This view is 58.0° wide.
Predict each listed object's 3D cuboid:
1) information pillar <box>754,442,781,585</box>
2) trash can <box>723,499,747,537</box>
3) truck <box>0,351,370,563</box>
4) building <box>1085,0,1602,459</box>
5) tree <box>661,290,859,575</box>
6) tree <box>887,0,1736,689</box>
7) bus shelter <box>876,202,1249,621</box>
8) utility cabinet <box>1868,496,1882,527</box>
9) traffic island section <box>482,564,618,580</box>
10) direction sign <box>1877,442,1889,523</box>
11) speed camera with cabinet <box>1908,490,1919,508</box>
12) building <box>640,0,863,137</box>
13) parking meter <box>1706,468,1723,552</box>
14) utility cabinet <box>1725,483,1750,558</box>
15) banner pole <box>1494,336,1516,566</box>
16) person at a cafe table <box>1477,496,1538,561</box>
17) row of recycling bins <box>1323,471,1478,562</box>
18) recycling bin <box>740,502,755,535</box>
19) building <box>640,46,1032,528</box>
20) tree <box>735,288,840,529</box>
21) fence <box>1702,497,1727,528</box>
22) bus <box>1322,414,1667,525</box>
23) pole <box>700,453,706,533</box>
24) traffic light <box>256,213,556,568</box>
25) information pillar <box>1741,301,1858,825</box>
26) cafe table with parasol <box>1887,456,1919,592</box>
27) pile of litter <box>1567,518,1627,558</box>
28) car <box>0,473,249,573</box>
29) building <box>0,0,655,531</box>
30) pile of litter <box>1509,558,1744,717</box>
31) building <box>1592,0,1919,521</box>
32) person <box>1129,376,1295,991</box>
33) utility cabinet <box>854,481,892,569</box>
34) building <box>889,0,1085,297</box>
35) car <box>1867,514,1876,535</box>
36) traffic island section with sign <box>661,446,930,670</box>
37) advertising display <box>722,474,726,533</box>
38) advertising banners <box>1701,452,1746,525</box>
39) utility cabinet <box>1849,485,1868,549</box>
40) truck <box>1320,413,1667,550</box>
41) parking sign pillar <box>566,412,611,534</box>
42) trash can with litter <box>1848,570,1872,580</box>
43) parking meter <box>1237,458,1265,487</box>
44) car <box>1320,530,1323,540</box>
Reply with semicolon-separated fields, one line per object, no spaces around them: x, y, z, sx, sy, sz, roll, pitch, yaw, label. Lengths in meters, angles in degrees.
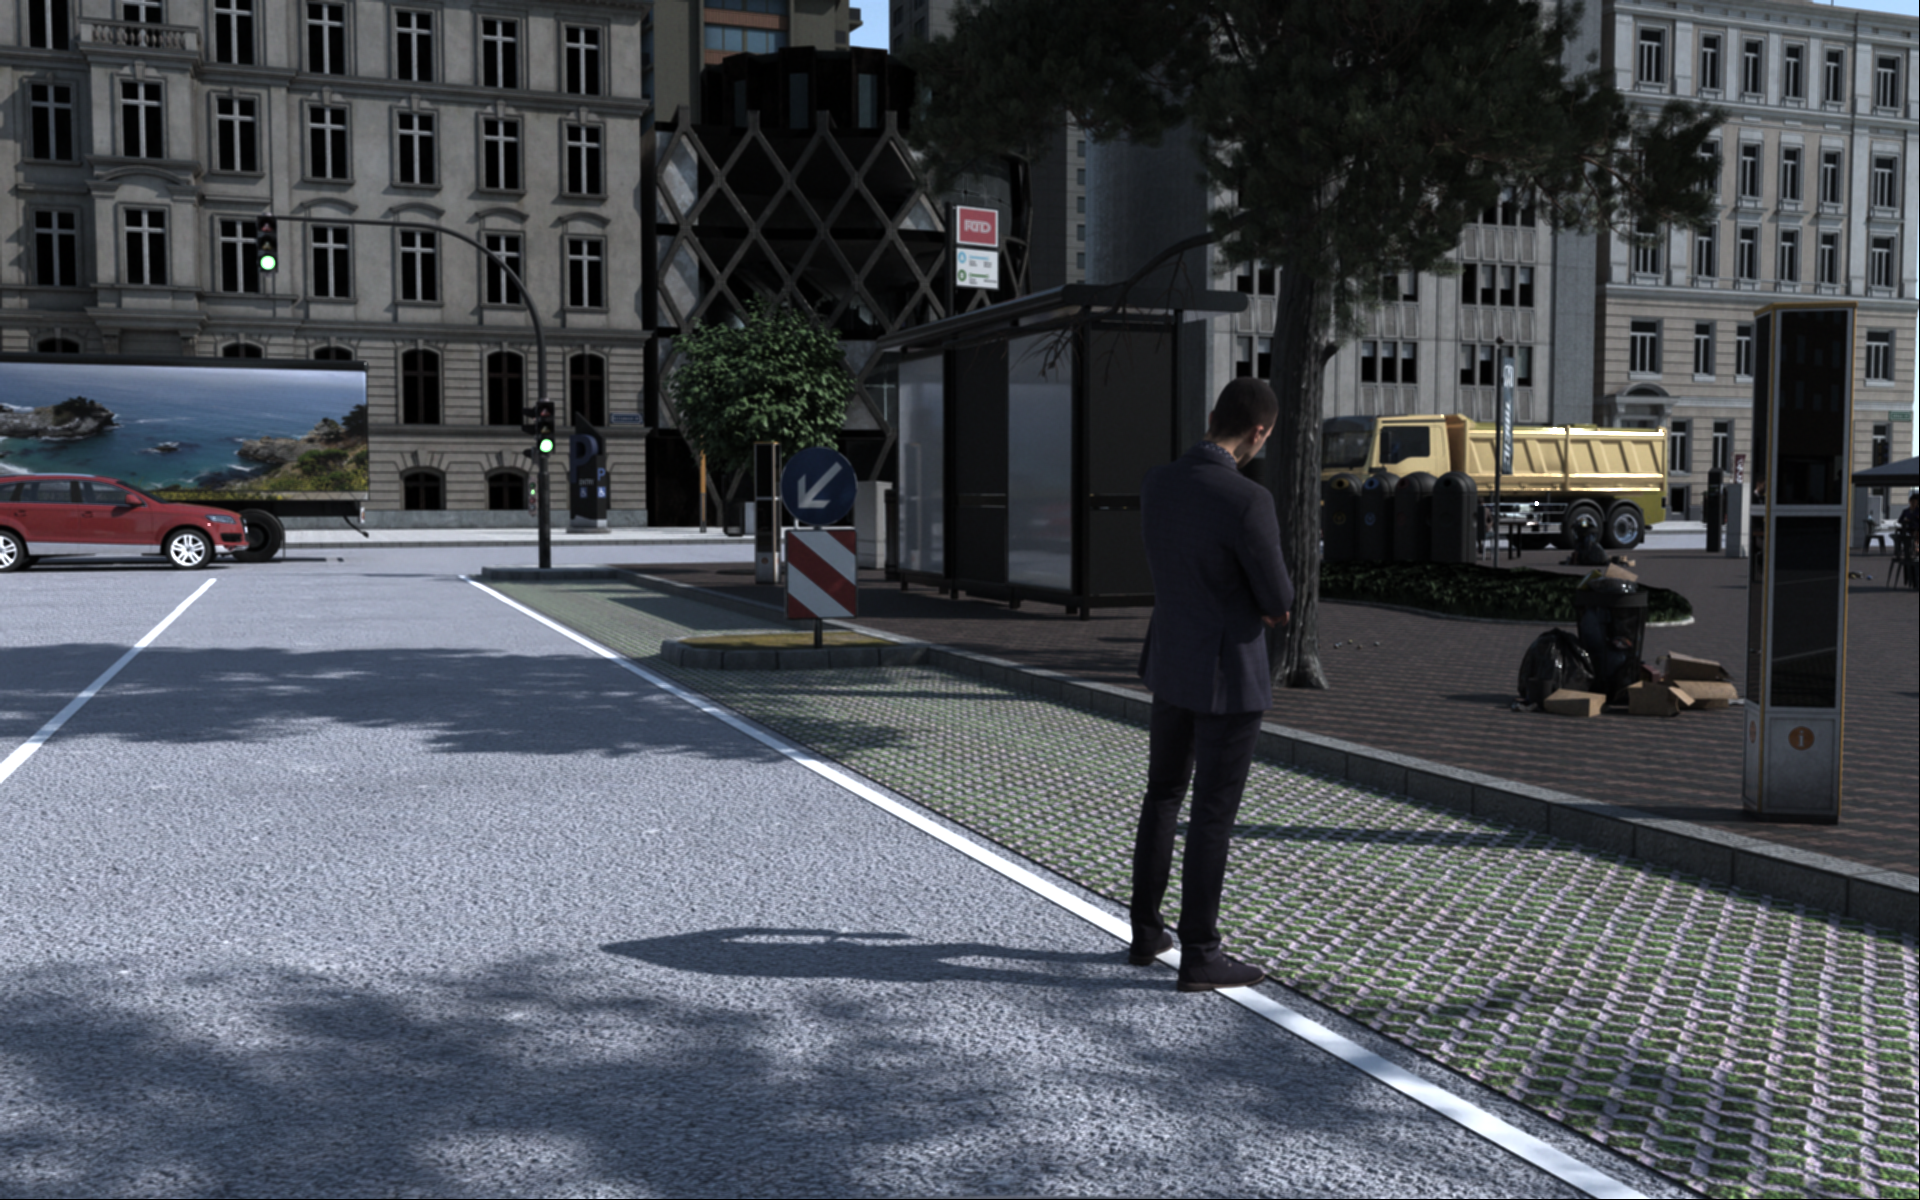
-2.727;-1.229;24.584;0.304;2.012;0.304;1;4;13;information pillar
-6.759;-2.471;52.053;0.748;1.137;0.748;0;3;0;trash can
-18.100;-2.855;35.589;11.283;4.237;2.839;-1;4;-21;truck
17.364;-16.051;80.449;19.932;24.808;12.078;-1;4;-21;building
-3.192;-2.717;28.131;4.285;4.588;4.351;0;3;0;tree
2.293;-5.462;11.353;6.751;12.117;7.091;0;3;0;tree
0.475;-2.691;21.635;2.179;5.291;8.768;-1;4;-21;bus shelter
35.739;-3.492;68.257;1.020;1.237;0.306;2;4;35;utility cabinet
-7.176;-0.472;30.005;2.009;0.180;2.903;-1;4;-21;traffic island section
40.445;-5.137;75.979;0.379;3.537;0.876;0;4;1;direction sign
38.668;-4.534;68.466;0.660;3.252;2.038;-2;4;-32;speed camera with cabinet
-20.677;-29.822;142.213;22.147;44.769;28.867;-1;4;-21;building
16.690;-1.993;38.293;0.255;1.863;0.399;2;4;34;parking meter
15.820;-1.606;34.935;0.318;1.500;1.173;3;5;44;utility cabinet
8.712;-2.308;27.761;0.401;3.779;0.863;3;4;39;banner pole
10.330;-1.424;34.136;1.698;1.238;1.726;2;4;30;person at a cafe table
8.219;-1.550;32.462;1.069;1.692;3.534;-2;4;-33;row of recycling bins
-6.404;-2.543;54.136;0.722;1.027;0.722;2;4;29;recycling bin
-5.741;-12.633;73.998;16.811;18.784;16.820;-1;4;-21;building
-5.941;-6.770;61.057;4.360;8.622;3.978;0;3;0;tree
29.327;-3.404;66.853;0.480;1.192;2.264;0;4;4;fence
16.750;-3.888;55.113;12.252;3.916;2.896;-1;4;-20;bus
-8.452;-3.856;56.891;0.158;3.312;0.155;0;3;0;pole
-9.144;-3.323;29.006;4.771;5.953;1.251;-1;4;-21;traffic light
3.292;-0.142;6.812;0.304;2.012;0.304;1;4;12;information pillar
13.249;-1.112;23.052;2.610;1.966;2.610;2;4;34;cafe table with parasol
11.534;-1.067;31.403;1.176;0.858;1.719;0;4;1;pile of litter
-16.329;-1.475;32.790;5.304;1.827;2.281;-1;4;-19;car
-29.534;-14.974;63.904;34.723;24.649;14.460;-1;4;-21;building
4.127;0.214;10.474;1.719;0.858;1.176;0;4;-1;pile of litter
36.600;-18.511;88.555;20.117;28.700;13.634;-1;4;-21;building
0.779;0.232;5.157;0.568;1.767;0.683;-3;5;-39;person
-1.485;-1.293;29.826;0.318;1.500;1.173;-1;4;-22;utility cabinet
3.091;-45.174;176.839;20.611;71.187;20.563;-1;4;-21;building
26.381;-2.689;53.751;4.222;1.686;2.009;-1;4;-20;car
-1.526;-0.388;14.976;1.989;1.847;2.006;-1;4;-21;traffic island section with sign
-7.806;-3.190;57.377;0.123;1.923;0.974;-1;4;-9;advertising display
33.475;-4.877;75.921;2.074;3.025;0.090;-1;4;-10;advertising banners
21.033;-1.959;40.706;0.318;1.500;1.173;1;4;14;utility cabinet
12.915;-2.905;43.417;9.791;3.379;3.469;-1;4;-19;truck
-12.096;-4.148;56.285;1.447;3.967;1.447;3;4;36;parking sign pillar
13.050;-0.943;26.472;2.233;1.210;1.678;-3;4;-36;trash can with litter
2.082;-0.248;12.470;0.372;1.533;0.369;0;3;0;parking meter
11.884;-2.322;47.005;4.494;1.783;2.155;-1;4;-22;car
